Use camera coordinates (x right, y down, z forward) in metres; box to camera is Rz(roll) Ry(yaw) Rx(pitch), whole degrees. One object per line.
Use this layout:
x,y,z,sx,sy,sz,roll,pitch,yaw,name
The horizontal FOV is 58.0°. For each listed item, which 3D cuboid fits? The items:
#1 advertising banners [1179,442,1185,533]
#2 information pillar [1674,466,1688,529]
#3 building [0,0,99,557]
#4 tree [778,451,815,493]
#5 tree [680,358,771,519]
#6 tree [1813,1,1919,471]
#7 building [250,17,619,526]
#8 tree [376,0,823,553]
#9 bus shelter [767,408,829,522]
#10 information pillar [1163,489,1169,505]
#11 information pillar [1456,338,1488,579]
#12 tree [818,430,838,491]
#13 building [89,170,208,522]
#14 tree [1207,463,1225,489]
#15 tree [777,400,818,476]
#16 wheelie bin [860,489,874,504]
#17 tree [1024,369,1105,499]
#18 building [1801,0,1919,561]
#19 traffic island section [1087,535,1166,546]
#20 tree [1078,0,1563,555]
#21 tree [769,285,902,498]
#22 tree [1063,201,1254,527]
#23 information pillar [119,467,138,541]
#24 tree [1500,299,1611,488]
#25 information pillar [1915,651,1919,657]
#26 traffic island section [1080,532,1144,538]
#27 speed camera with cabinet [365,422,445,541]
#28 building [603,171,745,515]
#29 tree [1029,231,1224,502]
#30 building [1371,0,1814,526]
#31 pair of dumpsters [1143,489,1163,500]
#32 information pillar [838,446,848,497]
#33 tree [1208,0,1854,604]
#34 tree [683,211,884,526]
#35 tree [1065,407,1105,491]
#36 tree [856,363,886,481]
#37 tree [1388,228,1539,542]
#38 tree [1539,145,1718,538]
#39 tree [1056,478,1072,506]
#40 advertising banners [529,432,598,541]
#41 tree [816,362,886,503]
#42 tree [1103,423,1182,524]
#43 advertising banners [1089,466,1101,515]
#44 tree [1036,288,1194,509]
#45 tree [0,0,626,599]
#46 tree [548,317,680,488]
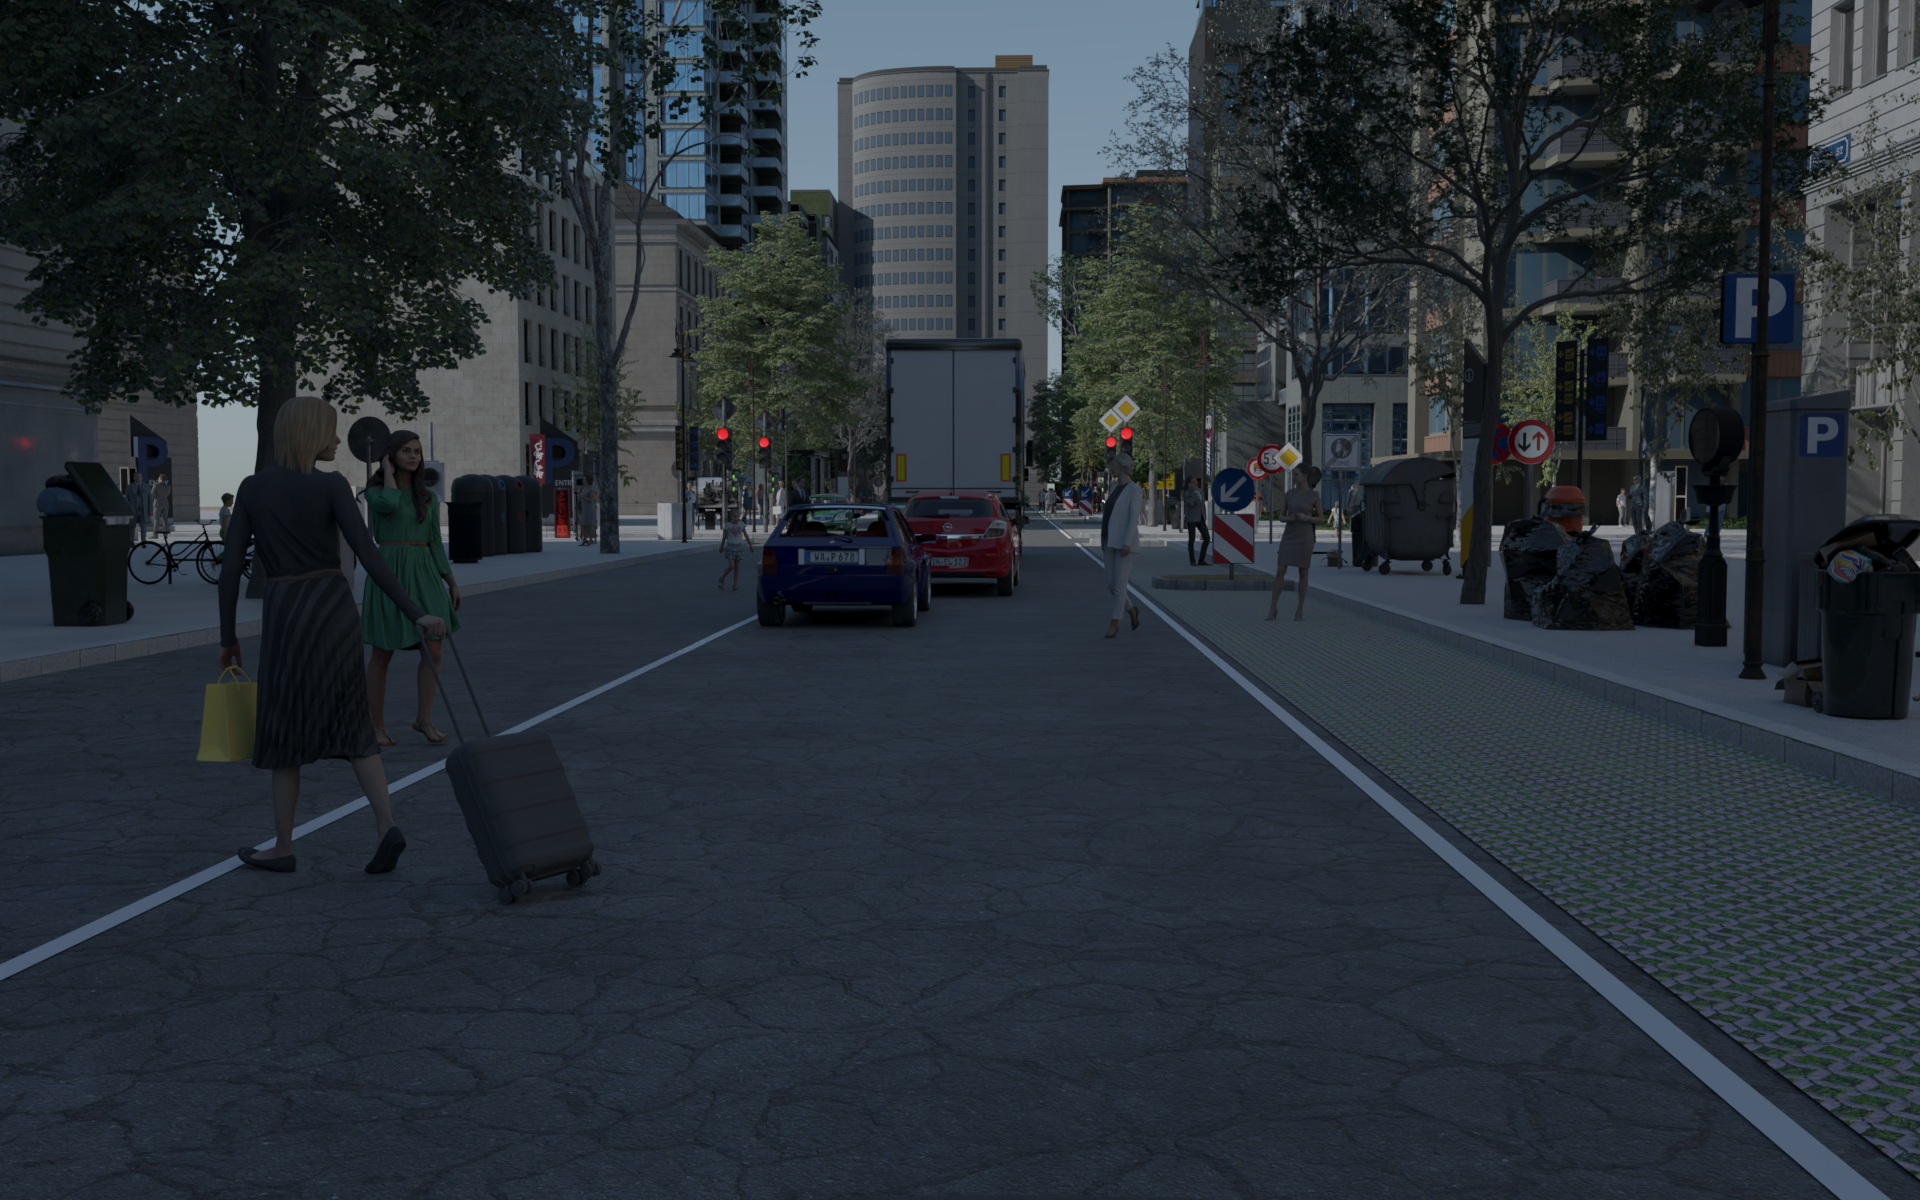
7.439,-3.778,57.951,0.090,3.025,2.074,1,4,11,advertising banners
18.885,-2.501,45.391,0.304,2.012,0.304,1,4,22,information pillar
-28.561,-11.334,34.457,18.267,20.994,9.793,0,4,2,building
-7.376,-5.013,76.572,1.663,3.219,1.824,0,3,0,tree
-12.681,-8.491,89.197,4.737,8.622,4.395,0,3,0,tree
14.264,-4.592,25.445,4.360,8.622,3.978,0,3,0,tree
-22.274,-13.561,76.472,10.420,20.320,16.860,0,4,2,building
-8.514,-10.998,35.711,12.611,20.169,13.585,0,3,0,tree
-7.822,-6.430,82.757,2.179,5.291,8.768,0,4,2,bus shelter
11.336,-5.552,95.264,0.304,2.012,0.304,1,4,15,information pillar
7.687,-2.115,25.930,0.183,3.616,0.504,-1,4,-21,information pillar
-10.811,-10.965,129.632,4.737,8.622,4.395,0,3,0,tree
-47.699,-14.317,75.888,24.055,21.916,13.314,0,4,2,building
16.328,-7.009,109.191,1.663,3.219,1.824,0,3,0,tree
-12.902,-10.658,124.627,4.737,8.622,4.395,0,3,0,tree
-6.402,-6.792,118.964,0.980,1.594,0.693,-1,4,-11,wheelie bin
10.717,-16.297,173.117,9.857,13.997,8.962,0,3,0,tree
22.962,-14.933,21.651,11.434,29.767,29.804,0,4,2,building
4.710,-1.641,49.114,2.009,0.180,2.903,0,4,2,traffic island section
7.468,-7.728,36.725,12.009,13.543,11.850,0,3,0,tree
-6.559,-11.711,101.839,12.009,13.543,11.850,0,3,0,tree
7.723,-9.156,67.832,7.486,12.596,7.792,0,3,0,tree
-22.690,-2.618,47.295,0.304,2.012,0.304,1,4,16,information pillar
21.959,-6.985,64.573,4.737,8.622,4.395,0,3,0,tree
7.777,-1.358,13.565,0.504,3.616,0.183,-2,4,-31,information pillar
4.973,-2.129,57.094,2.009,0.180,2.903,0,4,2,traffic island section
-15.173,-3.242,47.339,2.038,3.252,0.660,-1,4,-9,speed camera with cabinet
-21.343,-15.562,105.355,10.553,20.767,40.483,0,4,2,building
11.529,-16.125,119.531,12.611,20.169,13.585,0,3,0,tree
34.005,-25.880,77.768,28.867,44.769,22.147,0,4,2,building
11.633,-6.220,104.190,1.574,2.255,4.437,0,4,2,pair of dumpsters
-5.599,-5.595,82.835,0.504,3.616,0.183,-1,4,-12,information pillar
6.297,-5.221,19.771,7.601,10.594,8.767,2,4,26,tree
-7.333,-9.261,69.550,7.486,12.596,7.792,0,3,0,tree
10.406,-11.698,141.618,4.737,8.622,4.395,0,3,0,tree
-4.745,-14.860,149.615,9.857,13.997,8.962,0,3,0,tree
13.335,-5.844,45.908,4.360,8.622,3.978,0,3,0,tree
15.283,-5.325,37.424,4.360,8.622,3.978,0,3,0,tree
11.605,-11.947,189.929,1.663,3.219,1.824,0,3,0,tree
-11.528,-3.307,50.264,2.074,3.025,0.090,1,4,11,advertising banners
-6.426,-11.146,116.645,7.601,10.594,8.767,3,4,36,tree
7.916,-5.614,75.495,4.285,4.588,4.351,0,3,0,tree
8.462,-6.877,108.631,0.090,3.025,2.074,2,4,25,advertising banners
8.674,-9.931,88.124,9.928,11.665,9.643,0,3,0,tree
-8.540,-7.003,21.153,9.857,13.997,8.962,0,3,0,tree
-14.777,-7.404,71.425,4.737,8.622,4.395,0,3,0,tree
